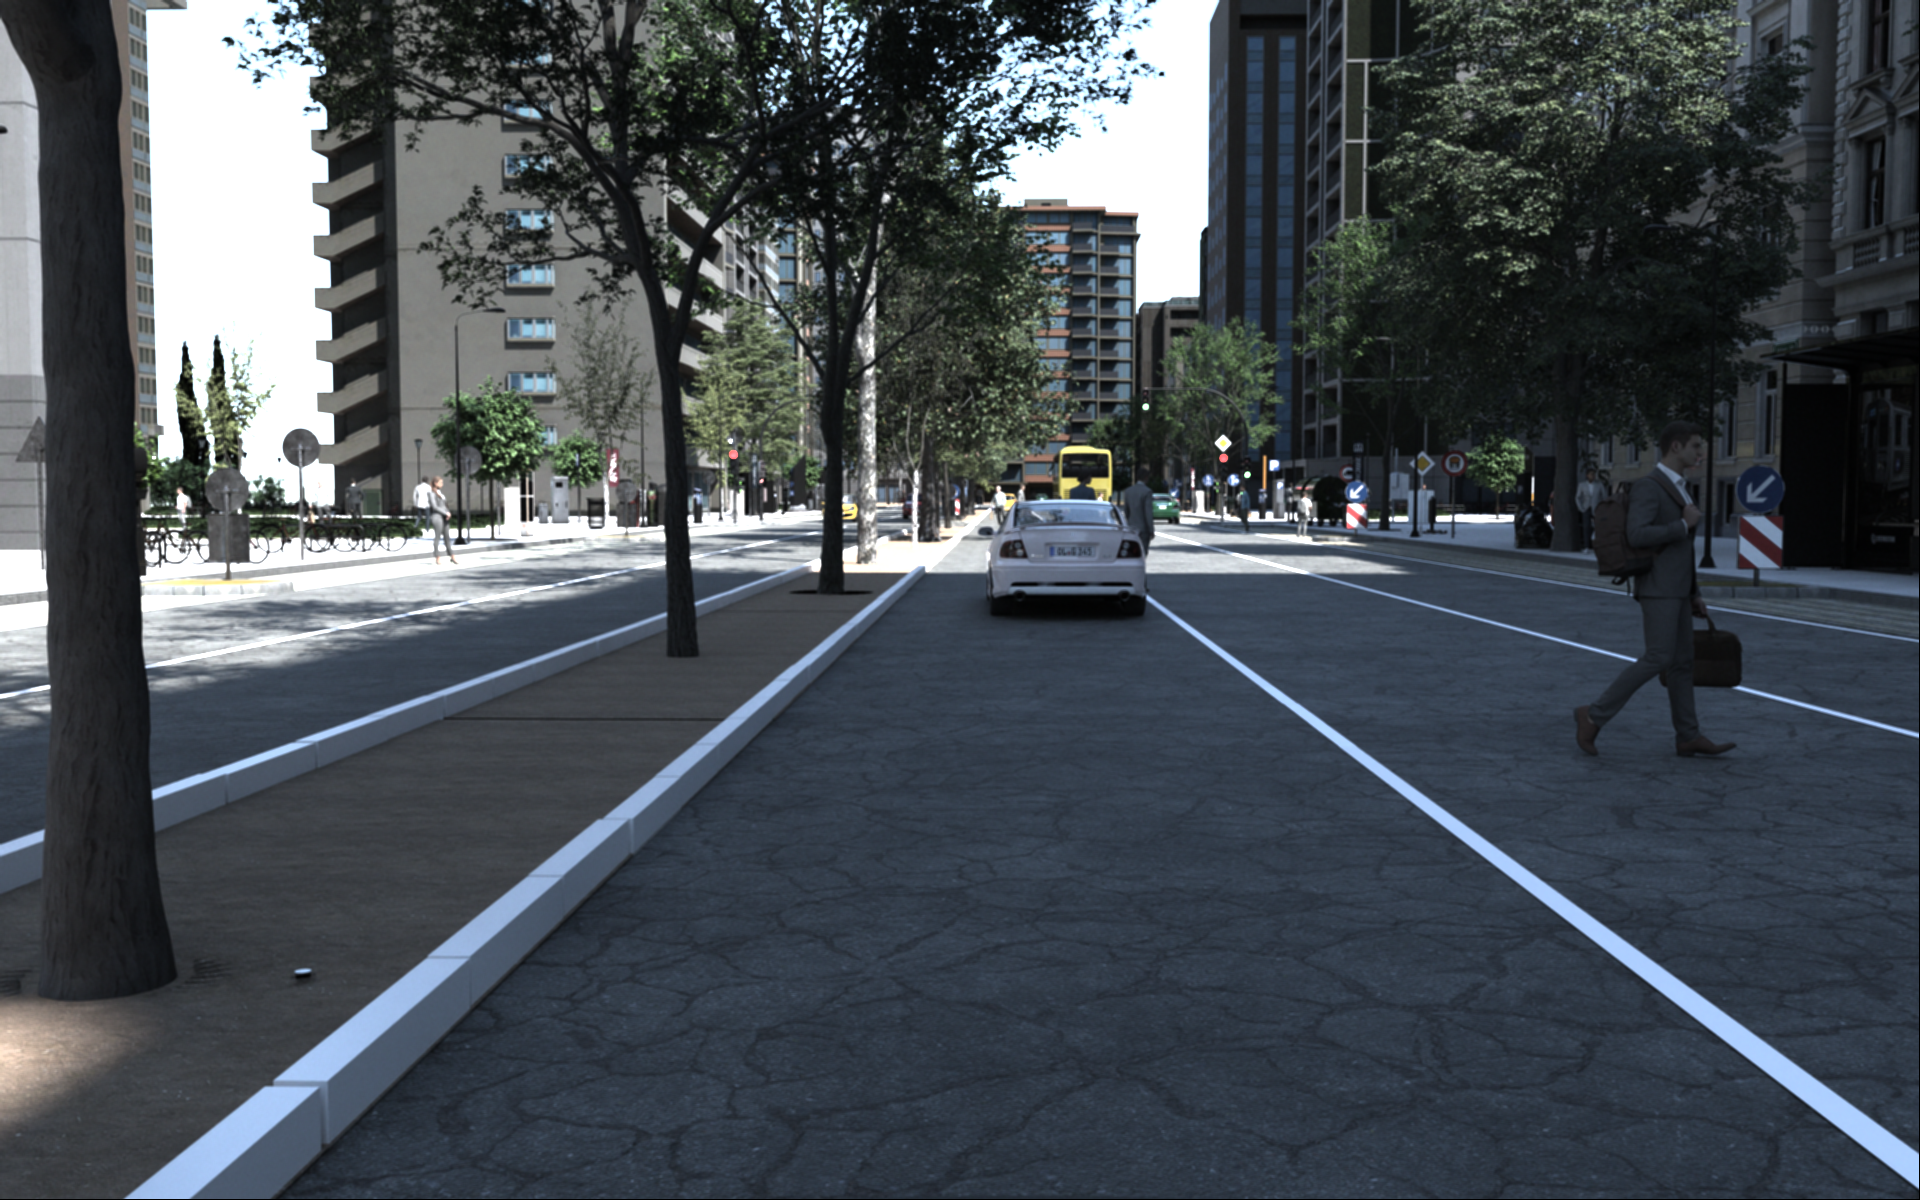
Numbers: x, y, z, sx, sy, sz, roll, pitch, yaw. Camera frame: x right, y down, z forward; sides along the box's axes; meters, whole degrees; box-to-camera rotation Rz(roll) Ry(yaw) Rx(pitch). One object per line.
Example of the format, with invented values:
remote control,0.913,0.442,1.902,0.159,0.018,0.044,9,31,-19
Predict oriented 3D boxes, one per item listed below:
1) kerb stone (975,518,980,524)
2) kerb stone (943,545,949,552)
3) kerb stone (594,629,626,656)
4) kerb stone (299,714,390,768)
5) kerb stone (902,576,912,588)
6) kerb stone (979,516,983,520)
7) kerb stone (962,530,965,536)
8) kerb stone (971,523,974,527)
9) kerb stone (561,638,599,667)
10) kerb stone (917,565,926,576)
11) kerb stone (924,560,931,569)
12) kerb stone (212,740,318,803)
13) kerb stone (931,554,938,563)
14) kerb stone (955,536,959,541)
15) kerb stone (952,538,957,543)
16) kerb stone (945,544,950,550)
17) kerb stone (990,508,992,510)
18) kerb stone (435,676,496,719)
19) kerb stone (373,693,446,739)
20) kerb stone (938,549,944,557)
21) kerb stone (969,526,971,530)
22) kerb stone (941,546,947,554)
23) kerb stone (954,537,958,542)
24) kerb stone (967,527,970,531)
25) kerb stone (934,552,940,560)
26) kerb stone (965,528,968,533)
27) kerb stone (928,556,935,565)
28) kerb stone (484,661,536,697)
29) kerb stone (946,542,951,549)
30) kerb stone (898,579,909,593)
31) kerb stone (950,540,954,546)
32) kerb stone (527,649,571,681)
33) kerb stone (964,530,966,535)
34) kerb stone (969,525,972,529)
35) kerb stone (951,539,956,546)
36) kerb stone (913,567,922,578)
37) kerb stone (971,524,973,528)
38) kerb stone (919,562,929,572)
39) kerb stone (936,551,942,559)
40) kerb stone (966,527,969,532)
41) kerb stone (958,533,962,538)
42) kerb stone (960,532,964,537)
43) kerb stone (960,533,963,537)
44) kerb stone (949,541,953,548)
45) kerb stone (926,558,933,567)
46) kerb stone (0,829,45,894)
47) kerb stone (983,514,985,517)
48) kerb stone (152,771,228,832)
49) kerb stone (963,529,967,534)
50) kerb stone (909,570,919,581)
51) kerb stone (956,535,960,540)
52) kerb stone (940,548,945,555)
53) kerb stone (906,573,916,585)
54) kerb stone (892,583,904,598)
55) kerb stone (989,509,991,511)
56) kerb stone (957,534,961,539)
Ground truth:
kerb stone,0.770,-3.756,83.721,0.120,0.150,1.000,0,4,2
kerb stone,-0.409,-1.156,41.203,0.120,0.150,1.000,0,4,2
kerb stone,-3.210,0.400,15.660,0.120,0.150,1.000,0,4,2
kerb stone,-3.379,0.777,9.497,0.120,0.150,1.000,0,4,2
kerb stone,-0.837,-0.220,25.795,0.120,0.150,1.000,0,4,2
kerb stone,0.996,-4.264,91.918,0.120,0.150,1.000,0,4,2
kerb stone,0.018,-2.104,56.589,0.120,0.150,1.000,0,4,2
kerb stone,0.388,-2.918,69.900,0.120,0.150,1.000,0,4,2
kerb stone,-3.246,0.463,14.632,0.120,0.150,1.000,0,4,2
kerb stone,-0.720,-0.471,29.891,0.120,0.150,1.000,0,4,2
kerb stone,-0.669,-0.596,31.934,0.120,0.150,1.000,0,4,2
kerb stone,-3.413,0.845,8.476,0.120,0.150,1.000,0,4,2
kerb stone,-0.579,-0.785,35.023,0.120,0.150,1.000,0,4,2
kerb stone,-0.176,-1.661,49.408,0.120,0.150,1.000,0,4,2
kerb stone,-0.239,-1.537,47.358,0.120,0.150,1.000,0,4,2
kerb stone,-0.380,-1.225,42.227,0.120,0.150,1.000,0,4,2
kerb stone,2.219,-6.961,136.014,0.120,0.150,1.000,0,4,2
kerb stone,-3.323,0.651,11.550,0.120,0.150,1.000,0,4,2
kerb stone,-3.360,0.714,10.527,0.120,0.150,1.000,0,4,2
kerb stone,-0.488,-0.973,38.107,0.120,0.150,1.000,0,4,2
kerb stone,0.245,-2.601,64.776,0.120,0.150,1.000,0,4,2
kerb stone,-0.441,-1.099,40.164,0.120,0.150,1.000,0,4,2
kerb stone,-0.204,-1.601,48.380,0.120,0.150,1.000,0,4,2
kerb stone,0.184,-2.479,62.728,0.120,0.150,1.000,0,4,2
kerb stone,-0.544,-0.846,36.046,0.120,0.150,1.000,0,4,2
kerb stone,0.102,-2.291,59.661,0.120,0.150,1.000,0,4,2
kerb stone,-0.613,-0.721,33.988,0.120,0.150,1.000,0,4,2
kerb stone,-3.297,0.588,12.581,0.120,0.150,1.000,0,4,2
kerb stone,-0.355,-1.288,43.260,0.120,0.150,1.000,0,4,2
kerb stone,-0.855,-0.158,24.773,0.120,0.150,1.000,0,4,2
kerb stone,-0.295,-1.414,45.315,0.120,0.150,1.000,0,4,2
kerb stone,-3.267,0.525,13.611,0.120,0.150,1.000,0,4,2
kerb stone,0.049,-2.166,57.614,0.120,0.150,1.000,0,4,2
kerb stone,0.274,-2.667,65.797,0.120,0.150,1.000,0,4,2
kerb stone,-0.262,-1.476,46.337,0.120,0.150,1.000,0,4,2
kerb stone,-0.754,-0.408,28.869,0.120,0.150,1.000,0,4,2
kerb stone,0.367,-2.855,68.878,0.120,0.150,1.000,0,4,2
kerb stone,-0.688,-0.533,30.912,0.120,0.150,1.000,0,4,2
kerb stone,-0.523,-0.906,37.086,0.120,0.150,1.000,0,4,2
kerb stone,0.153,-2.416,61.705,0.120,0.150,1.000,0,4,2
kerb stone,-0.102,-1.853,52.488,0.120,0.150,1.000,0,4,2
kerb stone,-0.039,-1.978,54.540,0.120,0.150,1.000,0,4,2
kerb stone,-0.068,-1.915,53.515,0.120,0.150,1.000,0,4,2
kerb stone,-0.322,-1.350,44.286,0.120,0.150,1.000,0,4,2
kerb stone,-0.635,-0.657,32.966,0.120,0.150,1.000,0,4,2
kerb stone,-3.464,0.971,6.415,0.120,0.150,1.000,0,4,2
kerb stone,1.194,-4.703,99.086,0.120,0.150,1.000,0,4,2
kerb stone,-3.441,0.902,7.440,0.120,0.150,1.000,0,4,2
kerb stone,0.071,-2.224,58.639,0.120,0.150,1.000,0,4,2
kerb stone,-0.784,-0.345,27.842,0.120,0.150,1.000,0,4,2
kerb stone,-0.147,-1.727,50.429,0.120,0.150,1.000,0,4,2
kerb stone,-0.465,-1.029,39.129,0.120,0.150,1.000,0,4,2
kerb stone,-0.805,-0.281,26.817,0.120,0.150,1.000,0,4,2
kerb stone,-0.888,-0.095,23.747,0.120,0.150,1.000,0,4,2
kerb stone,2.040,-6.582,129.865,0.120,0.150,1.000,0,4,2
kerb stone,-0.121,-1.790,51.460,0.120,0.150,1.000,0,4,2
